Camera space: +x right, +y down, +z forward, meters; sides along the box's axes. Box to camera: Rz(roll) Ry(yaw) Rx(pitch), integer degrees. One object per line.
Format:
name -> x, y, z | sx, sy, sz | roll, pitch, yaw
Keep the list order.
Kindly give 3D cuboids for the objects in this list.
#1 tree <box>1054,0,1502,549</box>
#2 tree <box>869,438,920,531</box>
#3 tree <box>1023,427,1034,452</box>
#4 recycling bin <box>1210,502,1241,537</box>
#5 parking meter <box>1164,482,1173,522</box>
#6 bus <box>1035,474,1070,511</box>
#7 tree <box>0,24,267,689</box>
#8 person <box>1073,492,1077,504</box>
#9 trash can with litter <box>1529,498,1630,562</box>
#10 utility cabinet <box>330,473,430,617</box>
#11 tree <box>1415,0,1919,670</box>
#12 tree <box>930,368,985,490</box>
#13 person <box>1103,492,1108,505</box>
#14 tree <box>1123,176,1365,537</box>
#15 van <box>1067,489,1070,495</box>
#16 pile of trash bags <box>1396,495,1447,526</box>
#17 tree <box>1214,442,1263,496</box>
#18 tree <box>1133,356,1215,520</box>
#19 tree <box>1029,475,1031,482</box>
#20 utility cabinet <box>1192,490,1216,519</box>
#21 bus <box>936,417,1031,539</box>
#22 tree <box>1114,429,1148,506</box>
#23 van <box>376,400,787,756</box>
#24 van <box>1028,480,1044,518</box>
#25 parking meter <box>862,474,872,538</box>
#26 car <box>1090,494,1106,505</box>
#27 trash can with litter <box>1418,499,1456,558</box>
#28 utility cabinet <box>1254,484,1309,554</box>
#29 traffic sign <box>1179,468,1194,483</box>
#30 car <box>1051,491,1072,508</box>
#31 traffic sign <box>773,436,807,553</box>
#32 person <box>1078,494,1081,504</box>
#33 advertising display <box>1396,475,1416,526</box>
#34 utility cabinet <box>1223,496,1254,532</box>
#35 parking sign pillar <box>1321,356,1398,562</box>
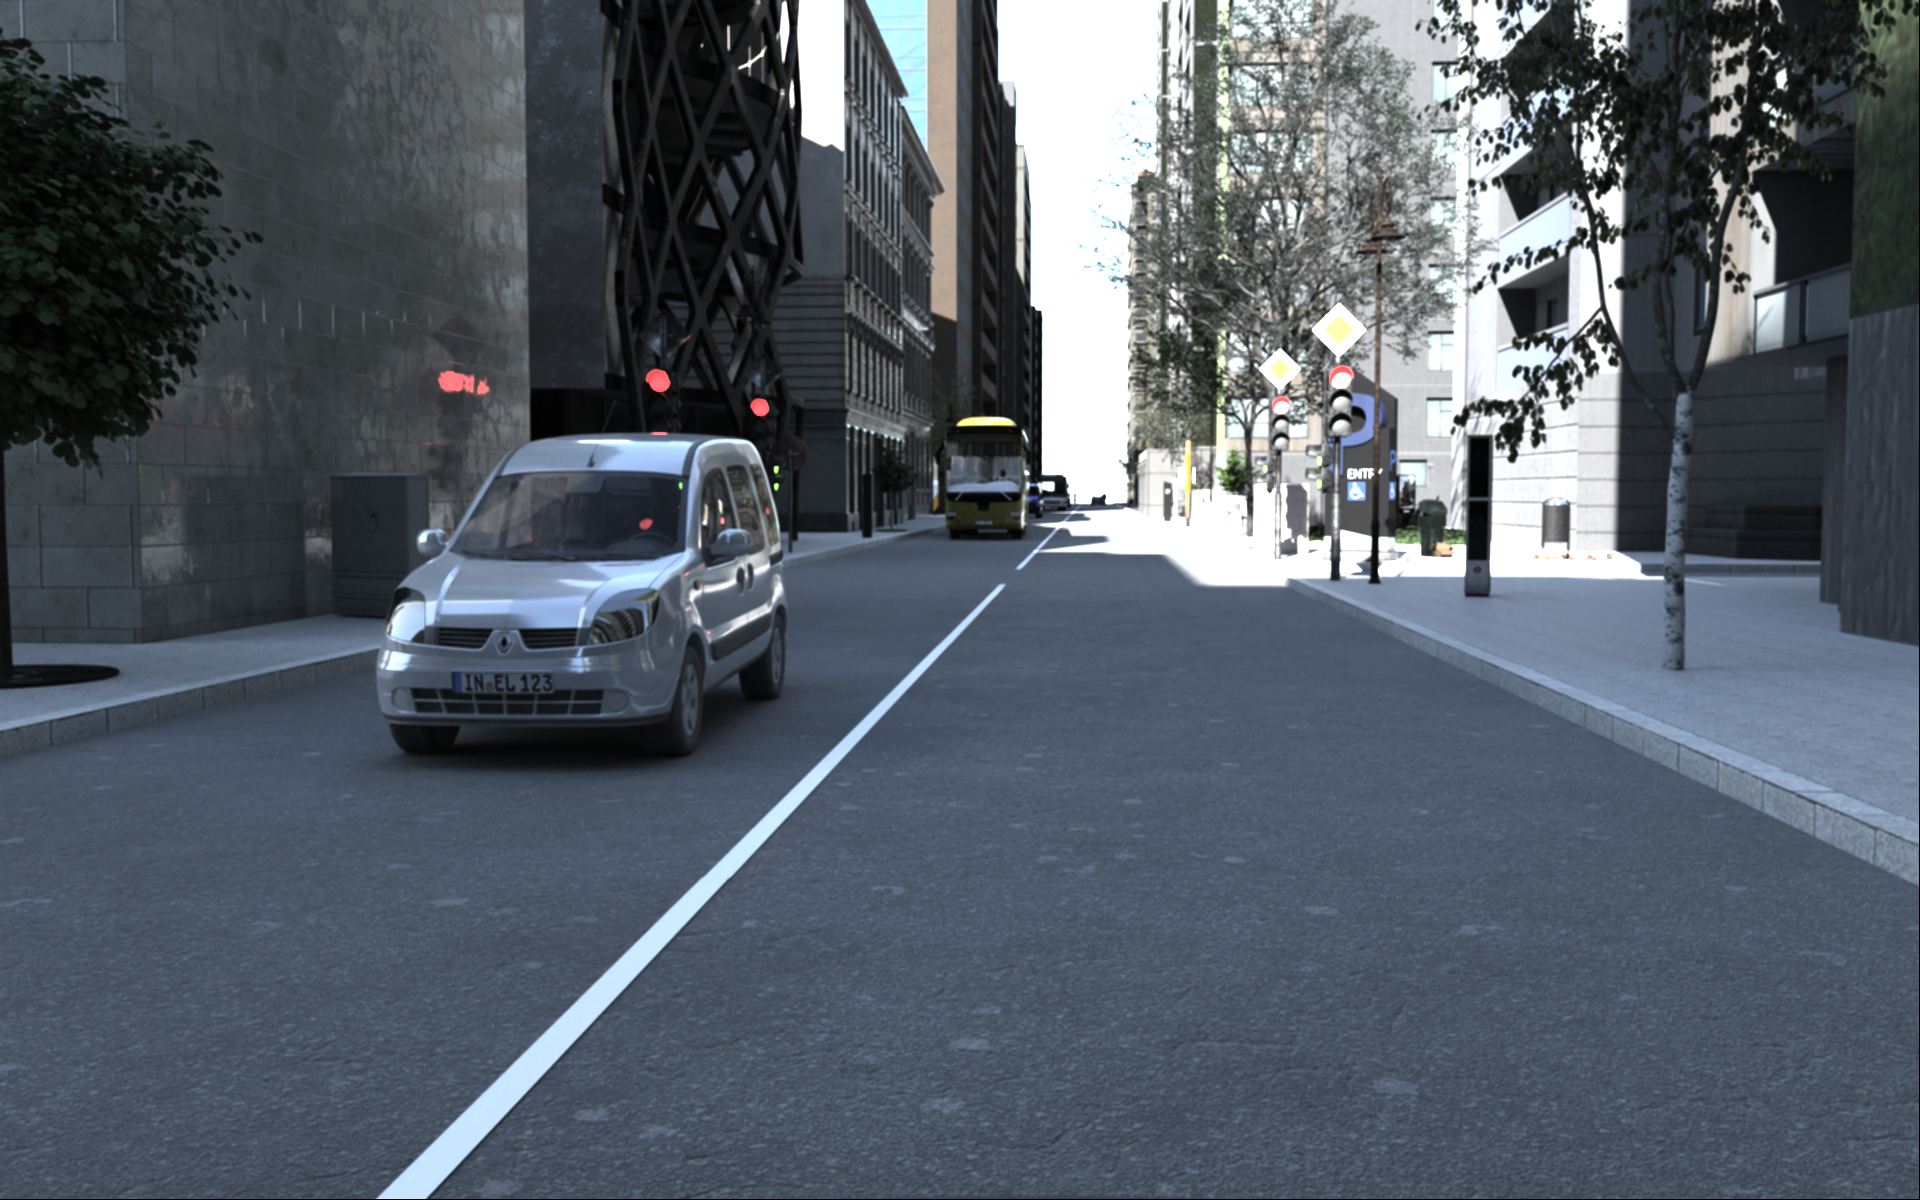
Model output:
tree -> 7.316, -7.924, 39.921 | 12.009, 13.543, 11.850 | 0, 3, 0
tree -> -2.363, -3.979, 59.651 | 1.663, 3.219, 1.824 | 0, 3, 0
tree -> 5.956, -14.424, 186.198 | 4.737, 8.622, 4.395 | 0, 3, 0
recycling bin -> 7.971, -2.413, 52.009 | 0.722, 1.027, 0.722 | -1, 4, -17
parking meter -> 9.612, -4.543, 79.994 | 0.399, 1.863, 0.255 | 0, 4, 8
bus -> 8.079, -9.659, 152.788 | 2.948, 3.499, 13.247 | 0, 4, 2
tree -> -6.555, -1.725, 11.918 | 4.285, 4.588, 4.351 | 0, 3, 0
person -> 17.358, -15.425, 261.366 | 0.621, 1.740, 0.551 | 3, 4, 38
trash can with litter -> 11.998, -1.380, 33.623 | 2.233, 1.210, 1.678 | 0, 4, -1
utility cabinet -> -6.032, -0.569, 17.983 | 1.173, 1.500, 0.318 | 2, 4, 32
tree -> 5.278, -3.810, 12.648 | 4.360, 8.622, 3.978 | 0, 3, 0
tree -> -0.649, -9.153, 100.021 | 4.737, 8.622, 4.395 | 0, 3, 0
person -> 18.790, -13.199, 224.851 | 0.434, 1.755, 0.990 | -3, 5, -43
tree -> 8.356, -7.154, 51.381 | 7.601, 10.594, 8.767 | -1, 4, -14
van -> 12.231, -12.473, 208.321 | 2.240, 2.365, 5.245 | 0, 4, 6
pile of trash bags -> 16.739, -3.169, 61.561 | 1.912, 1.369, 3.447 | -3, 5, -40
tree -> 10.144, -4.263, 64.298 | 1.663, 3.219, 1.824 | 0, 3, 0
tree -> 10.684, -8.274, 85.641 | 4.360, 8.622, 3.978 | 0, 3, 0
tree -> 5.700, -11.891, 178.135 | 4.285, 4.588, 4.351 | 0, 3, 0
utility cabinet -> 12.255, -4.790, 86.998 | 1.173, 1.500, 0.318 | 0, 4, -3
bus -> 1.019, -4.121, 58.928 | 2.896, 3.916, 12.252 | 0, 4, 3
tree -> 19.274, -14.877, 193.605 | 4.737, 8.622, 4.395 | 0, 3, 0
van -> -2.185, -0.234, 10.838 | 2.013, 2.044, 4.112 | 0, 4, 4
van -> 3.970, -6.113, 104.335 | 2.240, 2.365, 5.245 | 0, 4, 5
parking meter -> -2.746, -2.775, 51.087 | 0.255, 1.863, 0.399 | -1, 4, -11
car -> 17.532, -12.732, 220.168 | 2.014, 1.417, 4.499 | 0, 4, 6
trash can with litter -> 9.753, -1.457, 35.203 | 0.624, 1.170, 1.055 | -1, 4, -12
utility cabinet -> 6.858, -1.732, 37.004 | 1.173, 1.500, 0.318 | 3, 5, 42
traffic sign -> 8.772, -3.970, 67.035 | 0.606, 2.300, 0.079 | 1, 4, 8
car -> 10.605, -10.586, 181.759 | 2.281, 1.827, 5.304 | 0, 4, 5
traffic sign -> -3.721, -2.313, 37.930 | 0.768, 2.556, 0.104 | 1, 4, 10
person -> 17.123, -14.401, 247.214 | 0.557, 1.426, 1.065 | -1, 4, -17
advertising display -> 14.772, -3.194, 57.434 | 0.974, 1.923, 0.123 | -3, 5, -42
utility cabinet -> 9.550, -2.945, 59.319 | 1.020, 1.237, 0.306 | 2, 4, 26
parking sign pillar -> 7.720, -2.745, 33.357 | 1.447, 3.967, 1.447 | 2, 4, 35
